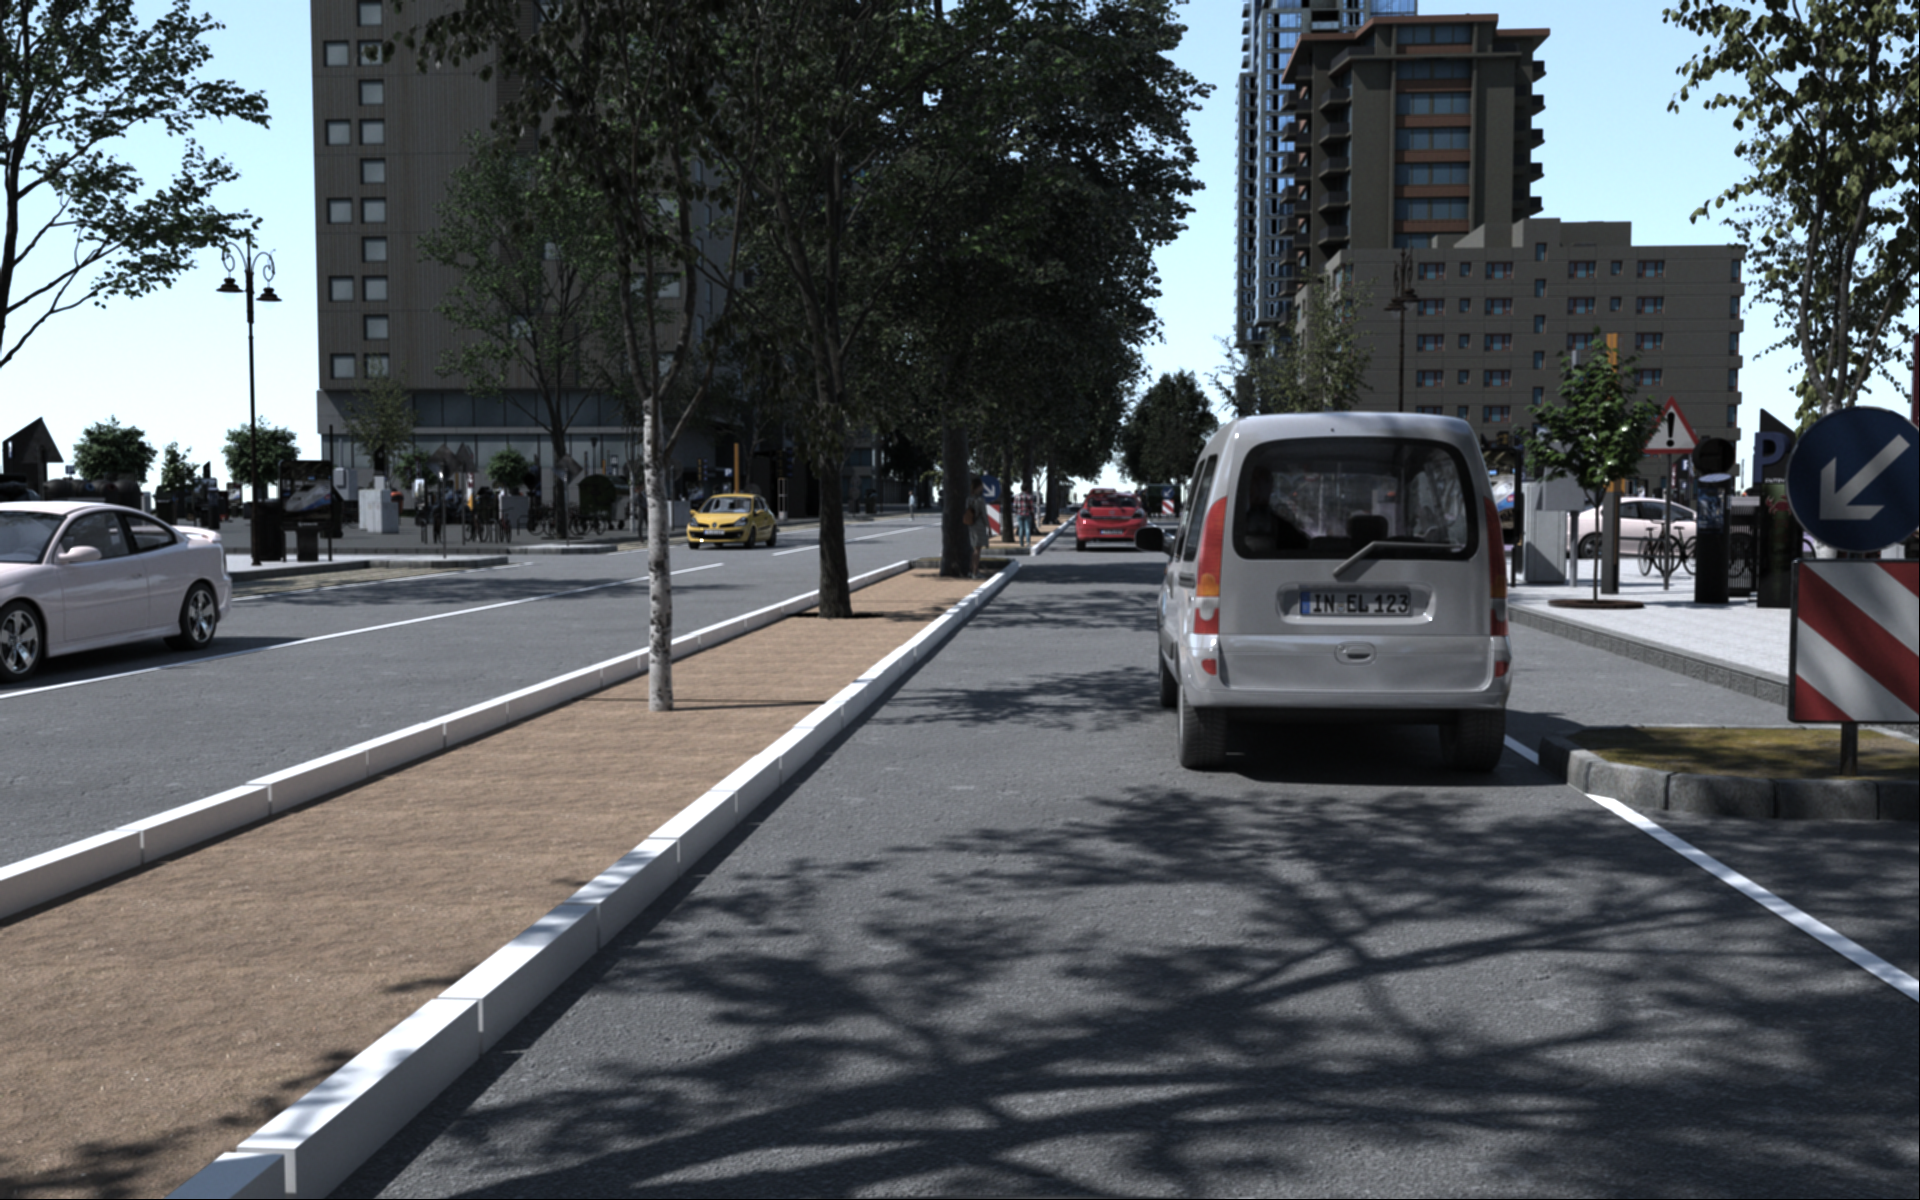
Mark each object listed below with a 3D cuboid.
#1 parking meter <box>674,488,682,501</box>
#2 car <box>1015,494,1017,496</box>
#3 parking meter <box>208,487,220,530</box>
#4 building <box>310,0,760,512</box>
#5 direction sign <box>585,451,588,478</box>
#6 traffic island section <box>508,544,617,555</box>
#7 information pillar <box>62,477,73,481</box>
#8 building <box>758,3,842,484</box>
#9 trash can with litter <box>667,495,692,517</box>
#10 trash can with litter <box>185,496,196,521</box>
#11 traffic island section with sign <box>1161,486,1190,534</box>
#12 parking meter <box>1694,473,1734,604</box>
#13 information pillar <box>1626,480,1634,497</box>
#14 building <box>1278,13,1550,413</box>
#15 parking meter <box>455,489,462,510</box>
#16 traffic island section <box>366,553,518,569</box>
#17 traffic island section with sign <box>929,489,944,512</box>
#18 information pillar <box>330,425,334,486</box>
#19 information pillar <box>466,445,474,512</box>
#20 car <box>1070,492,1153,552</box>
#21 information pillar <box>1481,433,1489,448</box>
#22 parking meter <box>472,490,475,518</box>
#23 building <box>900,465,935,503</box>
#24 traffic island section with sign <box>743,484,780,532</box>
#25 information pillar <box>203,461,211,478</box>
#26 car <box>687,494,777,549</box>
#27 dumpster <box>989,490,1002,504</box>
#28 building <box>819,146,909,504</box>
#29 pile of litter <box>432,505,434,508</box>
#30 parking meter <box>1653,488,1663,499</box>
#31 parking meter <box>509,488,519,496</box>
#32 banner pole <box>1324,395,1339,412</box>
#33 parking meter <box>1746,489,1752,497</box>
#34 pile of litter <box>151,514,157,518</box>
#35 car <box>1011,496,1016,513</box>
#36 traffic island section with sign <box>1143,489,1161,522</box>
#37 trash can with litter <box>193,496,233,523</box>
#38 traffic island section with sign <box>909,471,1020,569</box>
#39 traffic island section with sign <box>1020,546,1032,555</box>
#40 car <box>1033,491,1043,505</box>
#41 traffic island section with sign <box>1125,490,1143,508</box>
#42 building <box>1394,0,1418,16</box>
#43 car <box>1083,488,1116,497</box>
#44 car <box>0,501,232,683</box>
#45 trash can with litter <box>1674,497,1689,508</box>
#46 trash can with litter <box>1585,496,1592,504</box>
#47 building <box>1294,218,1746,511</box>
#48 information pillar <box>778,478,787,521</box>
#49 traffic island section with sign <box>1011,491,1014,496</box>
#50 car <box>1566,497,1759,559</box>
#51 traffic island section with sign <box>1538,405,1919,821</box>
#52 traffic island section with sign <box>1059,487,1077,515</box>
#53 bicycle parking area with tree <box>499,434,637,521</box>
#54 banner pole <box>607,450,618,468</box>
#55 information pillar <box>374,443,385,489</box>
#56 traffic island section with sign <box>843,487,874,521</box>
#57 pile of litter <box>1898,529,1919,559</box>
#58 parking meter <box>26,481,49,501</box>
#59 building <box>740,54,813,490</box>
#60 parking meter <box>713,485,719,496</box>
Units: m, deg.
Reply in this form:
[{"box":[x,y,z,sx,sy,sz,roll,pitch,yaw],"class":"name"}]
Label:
[{"box":[-11.633,-3.844,71.258,0.372,1.533,0.369,0,3,0],"class":"parking meter"},{"box":[5.111,-8.078,141.860,2.009,1.686,4.222,0,4,6],"class":"car"},{"box":[-27.019,-3.321,62.705,0.372,1.533,0.369,0,3,0],"class":"parking meter"},{"box":[-30.750,-33.235,132.638,28.713,52.752,27.495,0,4,5],"class":"building"},{"box":[-19.916,-6.136,92.321,0.379,3.537,0.876,-1,4,-20],"class":"direction sign"},{"box":[-9.636,-1.235,42.479,2.009,0.180,2.903,0,4,5],"class":"traffic island section"},{"box":[-38.739,-4.329,75.263,0.304,2.012,0.304,1,4,18],"class":"information pillar"},{"box":[-22.533,-44.796,170.669,20.563,71.187,20.611,0,4,5],"class":"building"},{"box":[-15.327,-5.229,96.557,2.233,1.210,1.678,3,5,44],"class":"trash can with litter"},{"box":[-37.275,-4.447,84.097,0.624,1.170,1.055,-2,4,-28],"class":"trash can with litter"},{"box":[8.497,-3.349,63.387,1.989,1.847,2.006,0,4,5],"class":"traffic island section with sign"},{"box":[8.865,-0.732,20.384,0.372,1.533,0.369,0,3,0],"class":"parking meter"},{"box":[35.873,-5.401,92.801,0.304,2.012,0.304,0,4,3],"class":"information pillar"},{"box":[41.971,-31.150,163.934,22.147,44.769,28.867,0,4,5],"class":"building"},{"box":[-25.994,-4.978,89.802,0.372,1.533,0.369,0,3,0],"class":"parking meter"},{"box":[-10.290,-0.749,34.521,2.009,0.180,2.903,0,4,5],"class":"traffic island section"},{"box":[-1.451,-8.168,142.177,1.989,1.847,2.006,0,4,5],"class":"traffic island section with sign"},{"box":[-21.241,-4.113,58.604,0.183,3.616,0.504,-1,4,-19],"class":"information pillar"},{"box":[-23.435,-5.594,82.823,0.183,3.616,0.504,-3,5,-42],"class":"information pillar"},{"box":[3.902,-2.181,44.692,2.155,1.783,4.494,0,4,5],"class":"car"},{"box":[20.032,-4.578,66.210,0.183,3.616,0.504,-1,4,-14],"class":"information pillar"},{"box":[-26.280,-5.182,93.144,0.372,1.533,0.369,0,3,0],"class":"parking meter"},{"box":[-18.984,-25.346,259.447,27.650,21.520,28.899,0,4,5],"class":"building"},{"box":[-7.812,-3.429,64.685,1.989,1.847,2.006,0,4,5],"class":"traffic island section with sign"},{"box":[-52.121,-7.865,119.949,0.504,3.616,0.183,-1,4,-10],"class":"information pillar"},{"box":[-6.078,-2.205,46.271,2.015,1.641,3.980,0,4,6],"class":"car"},{"box":[4.115,-12.156,206.971,1.865,1.857,1.264,0,4,6],"class":"dumpster"},{"box":[-19.370,-37.230,228.310,23.786,49.044,30.456,0,4,5],"class":"building"},{"box":[-23.585,-3.923,78.114,1.719,0.858,1.176,0,4,3],"class":"pile of litter"},{"box":[27.829,-3.711,69.082,0.372,1.533,0.369,0,3,0],"class":"parking meter"},{"box":[-17.410,-3.626,67.692,0.372,1.533,0.369,0,3,0],"class":"parking meter"},{"box":[9.349,-3.279,43.625,0.401,3.779,0.863,3,5,42],"class":"banner pole"},{"box":[40.325,-4.892,88.393,0.372,1.533,0.369,0,3,0],"class":"parking meter"},{"box":[-46.996,-5.231,99.497,1.176,0.858,1.719,3,4,38],"class":"pile of litter"},{"box":[3.779,-6.128,112.777,1.945,1.354,3.894,0,4,3],"class":"car"},{"box":[10.765,-5.027,90.826,1.989,1.847,2.006,0,4,5],"class":"traffic island section with sign"},{"box":[-34.108,-4.154,78.973,1.678,1.210,2.233,2,4,31],"class":"trash can with litter"},{"box":[0.081,-1.576,33.906,2.006,1.907,1.989,0,4,5],"class":"traffic island section with sign"},{"box":[0.697,-2.028,41.288,2.006,1.907,1.989,0,4,5],"class":"traffic island section with sign"},{"box":[10.411,-14.110,239.366,2.281,1.827,5.304,0,4,5],"class":"car"},{"box":[17.048,-9.702,167.249,1.989,1.847,2.006,0,4,5],"class":"traffic island section with sign"},{"box":[46.925,-55.721,223.712,22.319,86.520,31.000,0,4,5],"class":"building"},{"box":[8.429,-5.721,102.219,2.281,1.827,5.304,0,4,4],"class":"car"},{"box":[-7.975,-0.141,14.660,2.083,1.381,4.827,0,4,3],"class":"car"},{"box":[38.723,-5.067,93.905,1.678,1.210,2.233,-3,5,-39],"class":"trash can with litter"},{"box":[29.147,-4.450,83.809,2.233,1.210,1.678,-1,4,-16],"class":"trash can with litter"},{"box":[41.768,-17.780,135.735,27.650,21.520,28.899,0,4,5],"class":"building"},{"box":[-8.315,-4.699,81.319,0.304,2.012,0.304,2,4,26],"class":"information pillar"},{"box":[7.538,-14.845,251.339,1.989,1.847,2.006,0,4,5],"class":"traffic island section with sign"},{"box":[14.411,-1.452,36.104,4.827,1.381,2.083,0,4,5],"class":"car"},{"box":[4.000,0.004,8.557,1.989,1.847,2.006,0,4,5],"class":"traffic island section with sign"},{"box":[6.845,-6.608,116.175,2.006,1.907,1.989,0,4,5],"class":"traffic island section with sign"},{"box":[-18.844,-6.016,85.359,9.016,4.147,8.231,1,4,23],"class":"bicycle parking area with tree"},{"box":[-19.679,-6.603,97.973,0.863,3.779,0.401,1,4,21],"class":"banner pole"},{"box":[-26.618,-5.391,79.499,0.504,3.616,0.183,1,4,10],"class":"information pillar"},{"box":[-5.605,-5.072,91.550,1.989,1.847,2.006,0,4,5],"class":"traffic island section with sign"},{"box":[11.909,-0.463,21.529,1.719,0.858,1.176,3,5,41],"class":"pile of litter"},{"box":[-17.255,-1.469,32.428,0.372,1.533,0.369,0,3,0],"class":"parking meter"},{"box":[-21.106,-28.735,153.415,14.154,41.232,14.086,0,4,5],"class":"building"},{"box":[-15.880,-6.545,112.716,0.255,1.863,0.399,3,5,41],"class":"parking meter"}]
